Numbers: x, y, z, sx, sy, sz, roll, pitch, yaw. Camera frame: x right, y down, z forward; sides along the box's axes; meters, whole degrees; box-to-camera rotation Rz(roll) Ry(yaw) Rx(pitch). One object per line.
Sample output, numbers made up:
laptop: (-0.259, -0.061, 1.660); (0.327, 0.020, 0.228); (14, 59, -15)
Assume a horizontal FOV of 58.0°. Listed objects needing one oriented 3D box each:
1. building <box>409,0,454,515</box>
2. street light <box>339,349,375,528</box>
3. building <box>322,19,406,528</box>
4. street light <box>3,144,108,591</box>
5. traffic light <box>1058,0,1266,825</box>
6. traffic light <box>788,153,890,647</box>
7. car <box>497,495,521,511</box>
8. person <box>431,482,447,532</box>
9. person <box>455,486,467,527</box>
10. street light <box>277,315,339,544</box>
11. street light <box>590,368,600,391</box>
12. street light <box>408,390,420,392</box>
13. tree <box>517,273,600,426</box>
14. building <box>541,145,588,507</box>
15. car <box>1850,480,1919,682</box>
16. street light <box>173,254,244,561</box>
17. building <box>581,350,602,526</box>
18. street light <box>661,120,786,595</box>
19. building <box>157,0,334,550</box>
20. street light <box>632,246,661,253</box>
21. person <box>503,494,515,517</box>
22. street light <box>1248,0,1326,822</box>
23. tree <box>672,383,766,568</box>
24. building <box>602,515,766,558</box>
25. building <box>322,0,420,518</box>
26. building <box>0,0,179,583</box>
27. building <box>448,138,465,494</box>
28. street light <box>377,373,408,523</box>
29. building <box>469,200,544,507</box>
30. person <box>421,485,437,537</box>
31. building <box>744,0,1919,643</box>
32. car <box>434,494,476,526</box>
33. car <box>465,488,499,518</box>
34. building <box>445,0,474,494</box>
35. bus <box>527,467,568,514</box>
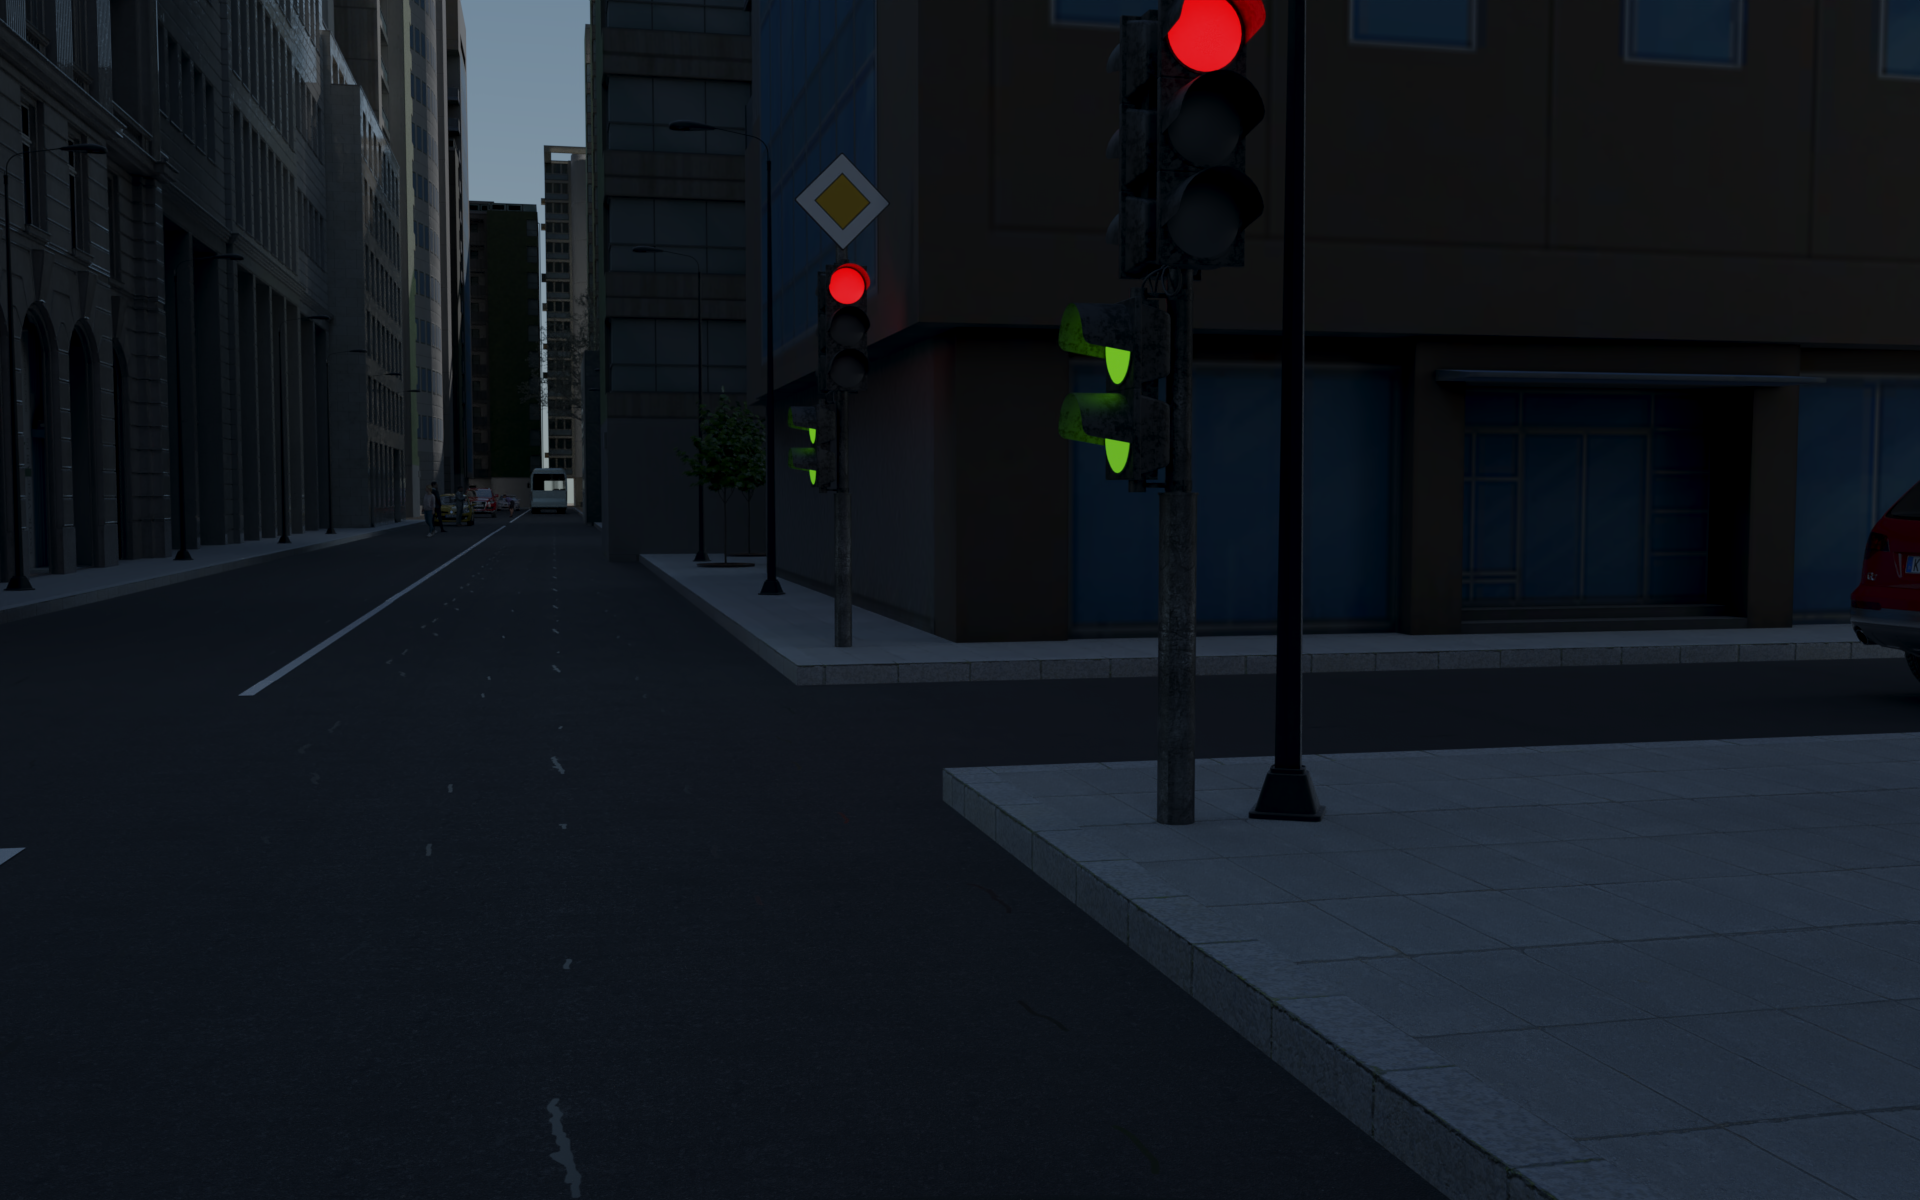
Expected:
building: (-44.444, -34.768, 110.449); (21.231, 58.520, 28.212); (-1, 4, -13)
street light: (-19.633, -5.071, 55.446); (1.470, 5.913, 1.316); (-1, 4, -13)
building: (-29.259, -13.269, 71.693); (10.420, 20.320, 16.860); (-1, 4, -13)
street light: (-12.004, -3.087, 23.015); (1.470, 5.913, 1.316); (-1, 4, -13)
traffic light: (0.825, -1.085, 6.660); (0.839, 4.253, 0.868); (-1, 4, -13)
traffic light: (-0.999, -1.560, 14.435); (0.839, 4.253, 0.868); (-1, 4, -13)
car: (-38.715, -8.326, 148.486); (2.083, 1.381, 4.827); (-1, 4, -13)
person: (-19.655, -3.498, 65.058); (0.648, 1.900, 0.474); (2, 4, 25)
person: (-22.066, -4.155, 76.621); (0.466, 1.800, 0.511); (0, 4, -1)
street light: (-17.033, -4.429, 44.961); (1.470, 5.913, 1.316); (-1, 4, -13)
street light: (-12.820, -5.610, 64.269); (1.470, 5.913, 1.316); (-1, 4, -13)
street light: (-24.669, -6.389, 76.996); (1.470, 5.913, 1.316); (-1, 4, -13)
tree: (-18.740, -11.210, 93.652); (12.009, 13.543, 11.850); (0, 3, 0)
building: (-32.600, -30.237, 186.249); (23.993, 40.220, 32.217); (-1, 4, -13)
car: (8.817, -0.196, 11.871); (5.304, 1.827, 2.281); (-1, 4, -14)
street light: (-14.531, -3.729, 33.518); (1.470, 5.913, 1.316); (-1, 4, -13)
building: (-4.809, -46.506, 73.037); (22.319, 86.520, 31.000); (-1, 4, -13)
street light: (-2.931, -3.013, 21.808); (1.470, 5.913, 1.316); (-1, 4, -13)
building: (-25.346, -16.569, 48.401); (11.434, 29.767, 29.804); (-1, 4, -13)
street light: (-5.446, -3.680, 32.712); (1.470, 5.913, 1.316); (-1, 4, -13)
person: (-27.696, -5.788, 106.371); (0.697, 1.427, 0.421); (-1, 4, -12)
street light: (0.783, -2.085, 6.639); (1.470, 5.913, 1.316); (-1, 4, -13)
tree: (-4.263, -2.196, 30.501); (1.663, 3.219, 1.824); (0, 3, 0)
building: (-2.176, -22.026, 43.724); (14.154, 41.232, 14.086); (-1, 4, -13)
building: (-36.333, -24.866, 90.160); (14.154, 41.232, 14.086); (-1, 4, -13)
building: (-19.192, -11.034, 22.202); (13.314, 21.916, 24.055); (-1, 4, -13)
building: (-46.000, -22.109, 133.183); (14.160, 30.474, 14.107); (-1, 4, -13)
street light: (-22.033, -5.727, 66.185); (1.470, 5.913, 1.316); (-1, 4, -13)
building: (-49.002, -24.548, 173.064); (14.107, 30.474, 14.160); (-1, 4, -13)
person: (-17.892, -3.014, 58.452); (0.731, 1.740, 0.598); (2, 4, 24)
building: (4.998, -22.709, 21.405); (14.200, 45.320, 14.600); (-1, 4, -13)
car: (-23.057, -4.199, 78.870); (2.015, 1.641, 3.980); (-1, 4, -13)
car: (-29.388, -5.948, 105.929); (2.281, 1.827, 5.304); (-1, 4, -14)
building: (-50.091, -30.563, 149.819); (14.200, 45.320, 14.600); (-1, 4, -13)
bus: (-31.086, -8.299, 130.545); (2.948, 3.499, 13.247); (-1, 4, -14)
